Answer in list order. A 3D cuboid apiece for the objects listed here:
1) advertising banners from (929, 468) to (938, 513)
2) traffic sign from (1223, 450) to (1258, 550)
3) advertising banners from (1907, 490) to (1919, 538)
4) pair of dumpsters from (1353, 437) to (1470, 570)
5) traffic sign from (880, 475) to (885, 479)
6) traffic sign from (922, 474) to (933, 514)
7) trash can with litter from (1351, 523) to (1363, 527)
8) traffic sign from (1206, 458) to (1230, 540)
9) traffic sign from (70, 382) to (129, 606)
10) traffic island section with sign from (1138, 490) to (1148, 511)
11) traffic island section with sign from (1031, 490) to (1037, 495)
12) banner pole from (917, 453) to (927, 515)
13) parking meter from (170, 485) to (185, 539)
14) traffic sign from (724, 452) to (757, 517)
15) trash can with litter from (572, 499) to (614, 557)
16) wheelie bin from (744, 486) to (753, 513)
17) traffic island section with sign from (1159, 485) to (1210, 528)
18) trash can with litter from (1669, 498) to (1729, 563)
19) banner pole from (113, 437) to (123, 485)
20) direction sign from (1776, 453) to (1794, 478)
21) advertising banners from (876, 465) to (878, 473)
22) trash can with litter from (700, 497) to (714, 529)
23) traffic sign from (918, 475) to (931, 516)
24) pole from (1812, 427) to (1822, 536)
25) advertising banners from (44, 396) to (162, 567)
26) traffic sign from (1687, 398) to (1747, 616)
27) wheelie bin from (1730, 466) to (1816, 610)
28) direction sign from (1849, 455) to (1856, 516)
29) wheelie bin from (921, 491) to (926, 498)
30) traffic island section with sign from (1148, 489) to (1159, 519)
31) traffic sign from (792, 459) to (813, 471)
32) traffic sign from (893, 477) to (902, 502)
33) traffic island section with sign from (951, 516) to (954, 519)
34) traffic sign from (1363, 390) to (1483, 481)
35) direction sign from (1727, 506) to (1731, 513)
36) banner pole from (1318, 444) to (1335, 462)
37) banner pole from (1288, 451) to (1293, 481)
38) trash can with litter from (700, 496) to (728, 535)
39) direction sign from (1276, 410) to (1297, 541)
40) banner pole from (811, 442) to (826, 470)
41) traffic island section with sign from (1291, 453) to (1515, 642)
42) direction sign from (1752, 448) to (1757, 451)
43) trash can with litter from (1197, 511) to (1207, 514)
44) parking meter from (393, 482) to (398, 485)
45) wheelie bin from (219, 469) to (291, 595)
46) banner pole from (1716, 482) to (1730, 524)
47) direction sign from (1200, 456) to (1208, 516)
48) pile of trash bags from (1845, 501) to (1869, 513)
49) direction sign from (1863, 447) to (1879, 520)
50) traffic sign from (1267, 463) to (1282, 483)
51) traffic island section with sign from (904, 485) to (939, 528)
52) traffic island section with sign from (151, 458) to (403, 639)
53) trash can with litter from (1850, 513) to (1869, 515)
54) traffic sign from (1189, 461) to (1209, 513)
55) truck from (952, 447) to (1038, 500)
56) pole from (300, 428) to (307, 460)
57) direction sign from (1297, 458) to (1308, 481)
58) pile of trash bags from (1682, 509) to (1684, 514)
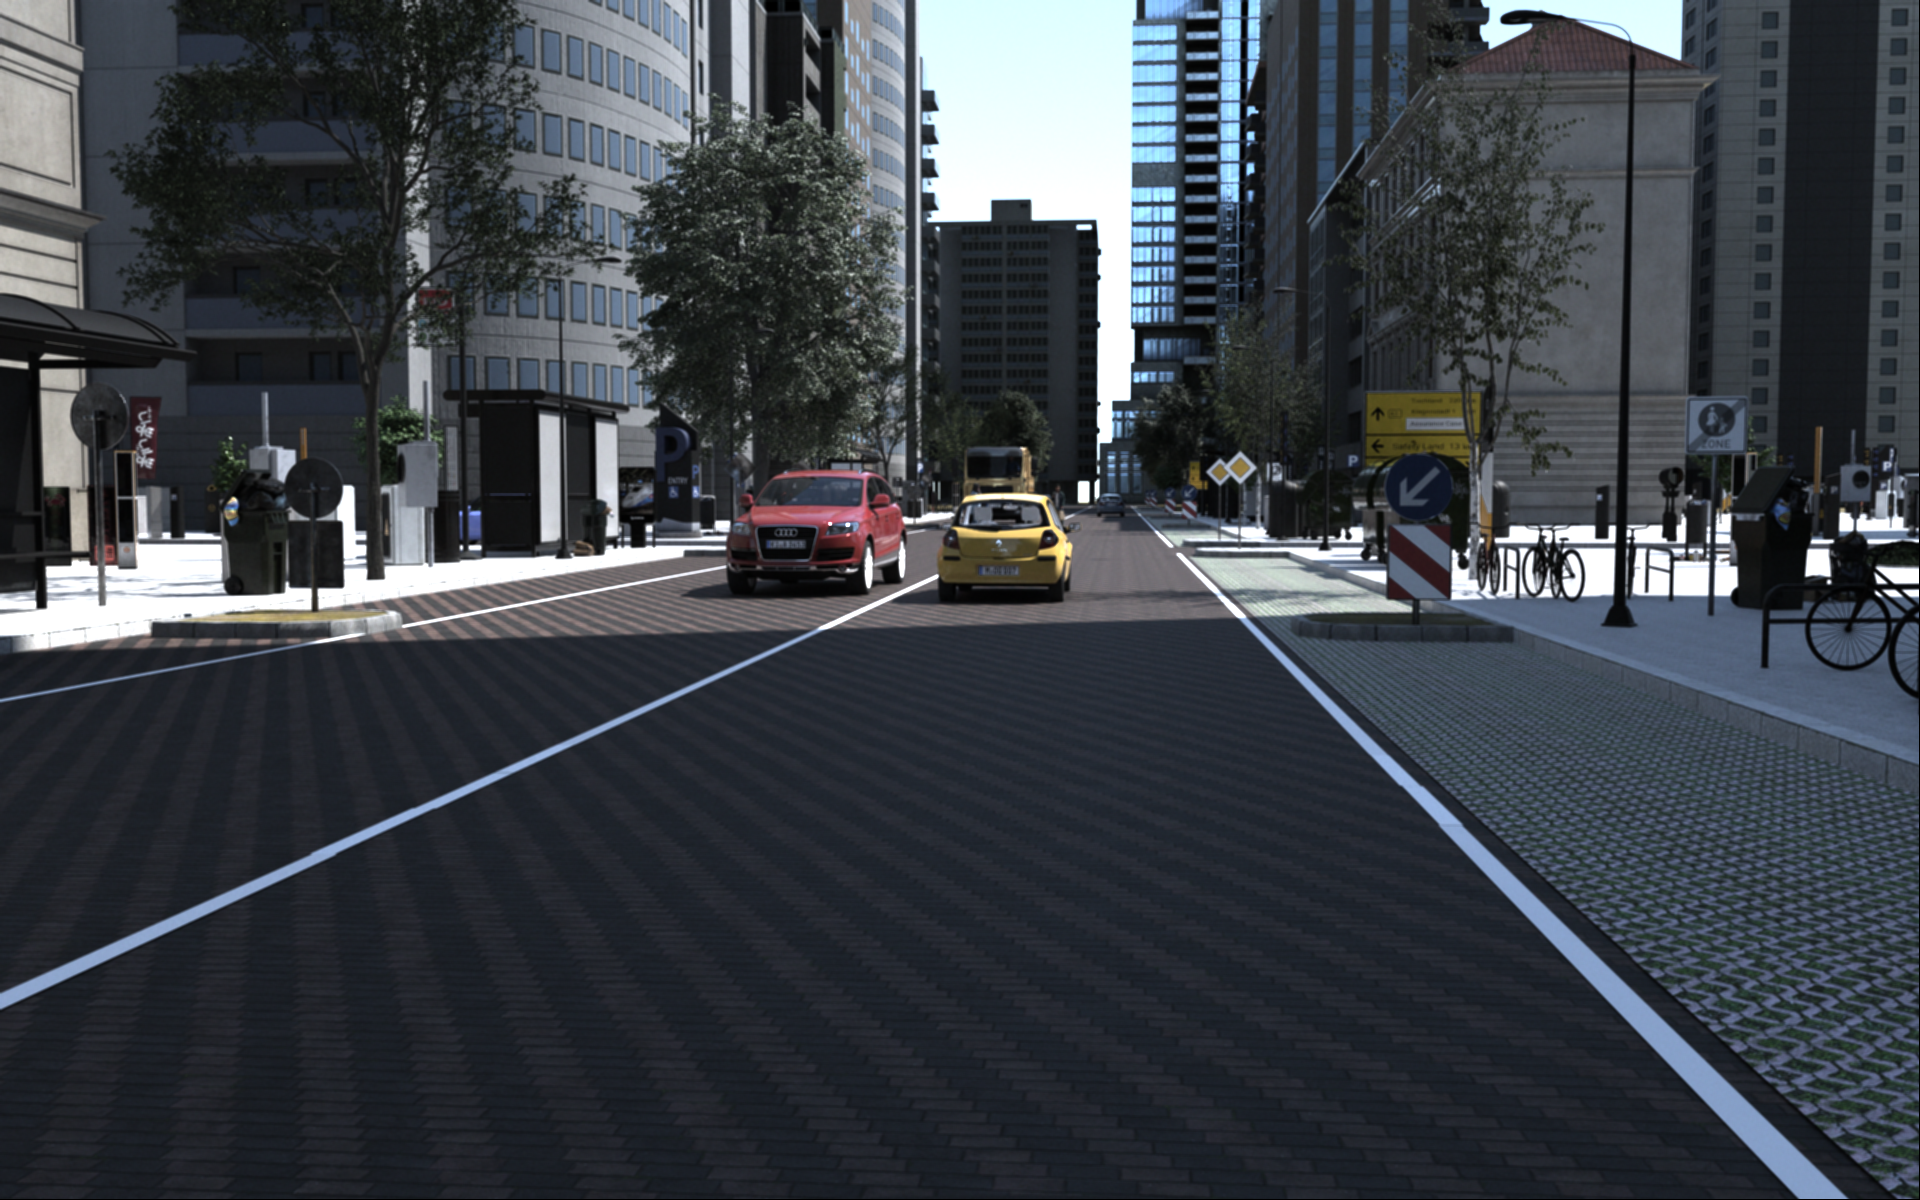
[{"bbox_3d":[-1.785,-7.292,115.404,0.090,3.025,2.074,-1,4,-16],"label":"advertising banners"},{"bbox_3d":[6.445,-2.218,39.906,0.795,2.450,0.064,0,4,5],"label":"traffic sign"},{"bbox_3d":[28.163,-3.329,50.609,0.090,3.025,2.074,1,4,9],"label":"advertising banners"},{"bbox_3d":[8.220,-1.771,31.450,1.574,2.255,4.437,0,4,5],"label":"pair of dumpsters"},{"bbox_3d":[-4.288,-5.695,95.236,0.606,2.300,0.079,0,4,6],"label":"traffic sign"},{"bbox_3d":[-2.090,-6.605,108.095,0.768,2.556,0.104,1,4,10],"label":"traffic sign"},{"bbox_3d":[15.272,-3.522,68.636,1.678,1.210,2.233,-1,4,-16],"label":"trash can with litter"},{"bbox_3d":[7.176,-2.704,47.858,0.795,2.450,0.064,0,4,5],"label":"traffic sign"},{"bbox_3d":[-9.835,-1.204,19.788,0.768,2.556,0.104,1,4,14],"label":"traffic sign"},{"bbox_3d":[16.531,-8.601,149.260,1.989,1.847,2.006,0,4,5],"label":"traffic island section with sign"},{"bbox_3d":[7.667,-10.343,177.730,1.989,1.847,2.006,0,4,5],"label":"traffic island section with sign"},{"bbox_3d":[-2.399,-7.107,106.208,0.863,3.779,0.401,-3,4,-38],"label":"banner pole"},{"bbox_3d":[-22.578,-2.541,49.952,0.372,1.533,0.369,0,3,0],"label":"parking meter"},{"bbox_3d":[-5.198,-2.284,40.992,0.795,2.450,0.064,0,4,5],"label":"traffic sign"},{"bbox_3d":[-7.622,-1.499,35.898,0.624,1.170,1.055,0,4,8],"label":"trash can with litter"},{"bbox_3d":[-7.597,-3.432,64.025,0.693,1.594,0.980,2,4,28],"label":"wheelie bin"},{"bbox_3d":[9.489,-3.922,72.758,1.989,1.847,2.006,0,4,5],"label":"traffic island section with sign"},{"bbox_3d":[14.547,-1.364,33.361,2.233,1.210,1.678,-2,4,-27],"label":"trash can with litter"},{"bbox_3d":[-28.015,-4.141,57.722,0.401,3.779,0.863,0,4,-2],"label":"banner pole"},{"bbox_3d":[45.954,-6.394,96.540,0.876,3.537,0.379,3,4,39],"label":"direction sign"},{"bbox_3d":[-5.186,-6.693,105.618,0.090,3.025,2.074,-1,4,-11],"label":"advertising banners"},{"bbox_3d":[-9.355,-3.172,63.253,0.624,1.170,1.055,-2,4,-27],"label":"trash can with litter"},{"bbox_3d":[-2.088,-6.191,102.404,0.795,2.450,0.064,0,4,8],"label":"traffic sign"},{"bbox_3d":[25.973,-3.586,52.470,0.158,3.312,0.155,0,3,0],"label":"pole"},{"bbox_3d":[-15.324,-2.121,30.872,2.074,3.025,0.090,-1,4,-20],"label":"advertising banners"},{"bbox_3d":[7.930,-0.984,18.224,0.606,2.300,0.079,1,4,13],"label":"traffic sign"},{"bbox_3d":[9.114,-0.706,19.450,0.693,1.594,0.980,-1,4,-10],"label":"wheelie bin"},{"bbox_3d":[51.376,-6.583,99.628,0.379,3.537,0.876,3,4,37],"label":"direction sign"},{"bbox_3d":[-2.808,-7.125,124.406,0.693,1.594,0.980,0,4,4],"label":"wheelie bin"},{"bbox_3d":[11.956,-5.564,99.600,1.989,1.847,2.006,0,4,5],"label":"traffic island section with sign"},{"bbox_3d":[-4.468,-2.771,48.944,0.795,2.450,0.064,0,4,5],"label":"traffic sign"},{"bbox_3d":[-3.775,-6.261,104.495,0.606,2.300,0.079,1,4,10],"label":"traffic sign"},{"bbox_3d":[0.552,-5.608,100.321,1.989,1.847,2.006,0,4,5],"label":"traffic island section with sign"},{"bbox_3d":[9.075,-2.456,34.026,2.265,3.308,0.079,1,4,9],"label":"traffic sign"},{"bbox_3d":[51.497,-7.575,115.844,0.379,3.537,0.876,0,4,-7],"label":"direction sign"},{"bbox_3d":[18.312,-5.907,86.596,0.863,3.779,0.401,1,4,14],"label":"banner pole"},{"bbox_3d":[16.766,-6.056,89.035,0.863,3.779,0.401,3,4,37],"label":"banner pole"},{"bbox_3d":[-7.572,-2.631,54.079,2.233,1.210,1.678,1,4,11],"label":"trash can with litter"},{"bbox_3d":[8.843,-3.387,47.369,0.379,3.537,0.876,0,4,-2],"label":"direction sign"},{"bbox_3d":[-5.765,-4.964,71.183,0.863,3.779,0.401,-1,4,-12],"label":"banner pole"},{"bbox_3d":[4.429,-0.551,17.644,1.989,1.847,2.006,0,4,5],"label":"traffic island section with sign"},{"bbox_3d":[39.081,-5.750,86.016,0.379,3.537,0.876,-3,4,-38],"label":"direction sign"},{"bbox_3d":[16.122,-6.244,113.152,2.233,1.210,1.678,3,5,44],"label":"trash can with litter"},{"bbox_3d":[-19.427,-3.292,59.532,0.399,1.863,0.255,2,4,24],"label":"parking meter"},{"bbox_3d":[-8.973,-0.872,22.172,0.693,1.594,0.980,1,4,9],"label":"wheelie bin"},{"bbox_3d":[32.592,-5.167,74.491,0.863,3.779,0.401,-2,4,-24],"label":"banner pole"},{"bbox_3d":[14.392,-6.746,102.296,0.379,3.537,0.876,3,4,38],"label":"direction sign"},{"bbox_3d":[60.341,-6.502,116.062,1.912,1.369,3.447,2,4,26],"label":"pile of trash bags"},{"bbox_3d":[44.384,-5.654,84.445,0.379,3.537,0.876,-1,4,-20],"label":"direction sign"},{"bbox_3d":[10.305,-3.327,56.523,0.606,2.300,0.079,1,4,9],"label":"traffic sign"},{"bbox_3d":[-1.909,-3.966,73.478,1.989,1.847,2.006,0,4,5],"label":"traffic island section with sign"},{"bbox_3d":[-6.996,-0.581,18.120,1.989,1.847,2.006,0,4,5],"label":"traffic island section with sign"},{"bbox_3d":[55.525,-5.784,105.629,1.678,1.210,2.233,-2,4,-32],"label":"trash can with litter"},{"bbox_3d":[15.137,-6.854,105.935,2.265,3.308,0.079,1,4,14],"label":"traffic sign"},{"bbox_3d":[1.681,-4.736,73.359,3.469,3.379,9.791,0,4,5],"label":"truck"},{"bbox_3d":[-20.228,-3.644,53.418,0.158,3.312,0.155,0,3,0],"label":"pole"},{"bbox_3d":[21.745,-7.227,110.154,0.876,3.537,0.379,3,5,43],"label":"direction sign"},{"bbox_3d":[46.486,-6.308,112.884,1.912,1.369,3.447,0,4,-2],"label":"pile of trash bags"}]
